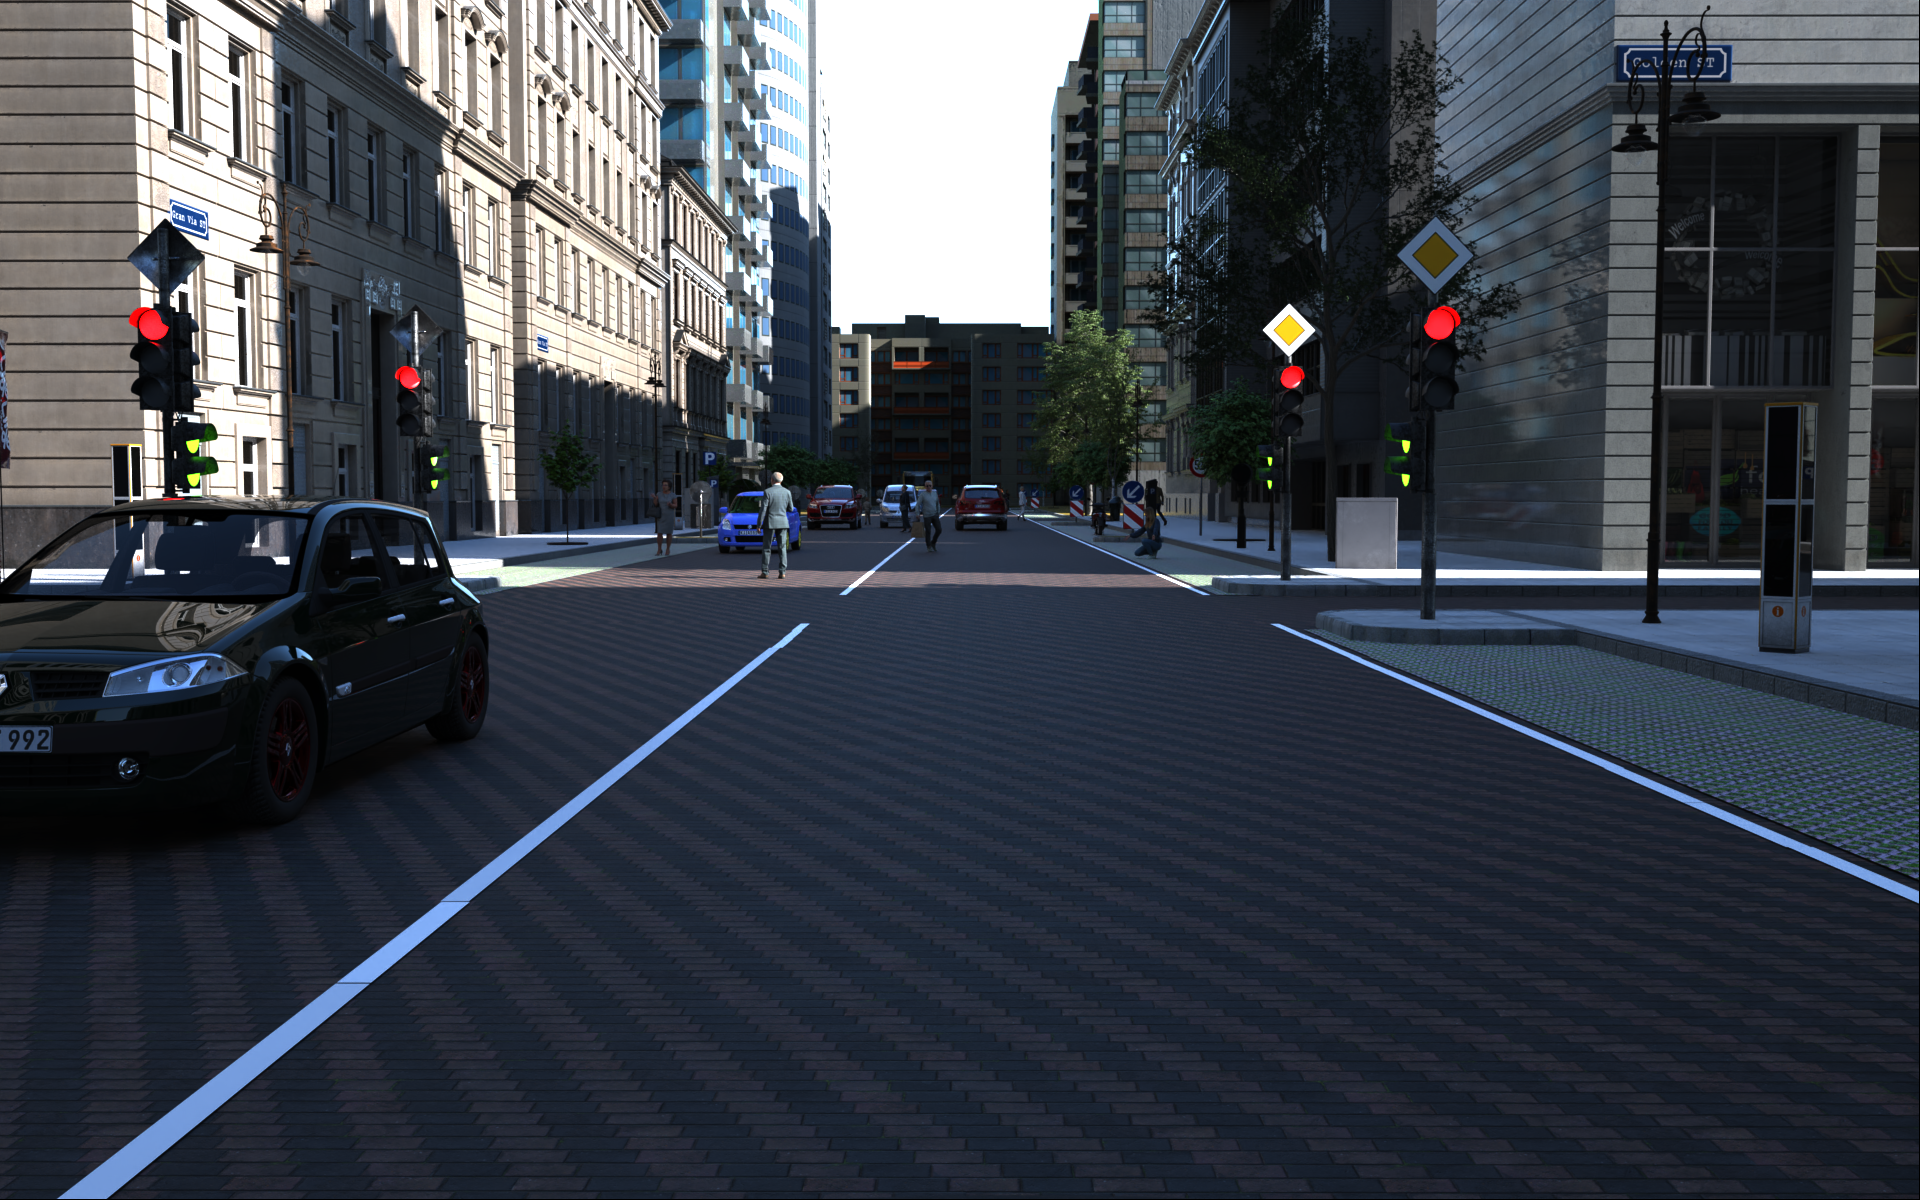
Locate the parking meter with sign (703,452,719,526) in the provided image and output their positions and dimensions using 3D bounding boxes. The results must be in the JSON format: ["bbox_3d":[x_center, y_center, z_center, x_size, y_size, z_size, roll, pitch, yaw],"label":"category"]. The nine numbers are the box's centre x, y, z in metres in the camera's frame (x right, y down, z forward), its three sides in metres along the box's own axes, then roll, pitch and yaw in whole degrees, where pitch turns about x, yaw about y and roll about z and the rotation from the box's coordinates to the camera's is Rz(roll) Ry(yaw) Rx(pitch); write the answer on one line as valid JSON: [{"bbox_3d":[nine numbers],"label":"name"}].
[{"bbox_3d":[-10.118,-4.556,70.746,0.543,3.016,1.738,-1,4,-15],"label":"parking meter with sign"}]

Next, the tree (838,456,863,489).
[{"bbox_3d":[-10.300,-9.337,136.379,4.285,4.588,4.351,0,3,0],"label":"tree"}]

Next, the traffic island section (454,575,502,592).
[{"bbox_3d":[-8.078,-0.217,25.828,2.009,0.180,2.903,0,4,0],"label":"traffic island section"}]

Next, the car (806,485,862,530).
[{"bbox_3d":[-5.144,-3.837,71.409,2.281,1.827,5.304,0,4,0],"label":"car"}]

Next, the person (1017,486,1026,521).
[{"bbox_3d":[3.269,-5.125,92.165,0.818,1.842,0.514,-3,5,-43],"label":"person"}]

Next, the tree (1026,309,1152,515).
[{"bbox_3d":[7.957,-11.551,106.979,7.486,12.596,7.792,0,3,0],"label":"tree"}]

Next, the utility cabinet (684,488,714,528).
[{"bbox_3d":[-9.782,-3.444,64.996,1.173,1.500,0.318,2,4,31],"label":"utility cabinet"}]

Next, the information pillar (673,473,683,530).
[{"bbox_3d":[-10.083,-3.509,61.862,0.304,2.012,0.304,-1,4,-20],"label":"information pillar"}]

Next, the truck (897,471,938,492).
[{"bbox_3d":[-3.647,-9.448,150.395,3.469,3.379,9.791,0,4,-1],"label":"truck"}]

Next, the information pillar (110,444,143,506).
[{"bbox_3d":[-12.298,-1.291,25.599,0.304,2.012,0.304,0,4,7],"label":"information pillar"}]

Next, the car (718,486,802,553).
[{"bbox_3d":[-4.980,-2.058,43.246,1.945,1.707,3.694,0,4,2],"label":"car"}]

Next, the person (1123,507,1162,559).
[{"bbox_3d":[4.134,-1.470,38.031,0.738,1.151,1.012,-1,4,-21],"label":"person"}]

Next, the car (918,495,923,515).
[{"bbox_3d":[-3.492,-6.767,122.646,2.014,1.417,4.499,0,4,-1],"label":"car"}]

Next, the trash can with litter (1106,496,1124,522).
[{"bbox_3d":[7.203,-4.273,81.243,0.624,1.170,1.055,2,4,33],"label":"trash can with litter"}]

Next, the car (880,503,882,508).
[{"bbox_3d":[-4.948,-7.174,129.657,2.083,1.381,4.827,0,4,2],"label":"car"}]

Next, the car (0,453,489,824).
[{"bbox_3d":[-3.723,0.062,8.768,2.009,1.686,4.222,0,4,2],"label":"car"}]

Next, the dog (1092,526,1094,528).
[{"bbox_3d":[5.606,-3.360,71.778,0.800,0.831,0.513,0,4,3],"label":"dog"}]

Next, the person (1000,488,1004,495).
[{"bbox_3d":[2.696,-6.382,112.871,0.705,1.821,1.348,-1,4,-16],"label":"person"}]

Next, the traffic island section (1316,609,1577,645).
[{"bbox_3d":[4.821,0.276,17.770,2.009,0.180,2.903,0,4,0],"label":"traffic island section"}]

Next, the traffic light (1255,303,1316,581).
[{"bbox_3d":[4.823,-2.246,25.642,0.839,4.253,0.868,0,4,0],"label":"traffic light"}]

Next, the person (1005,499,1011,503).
[{"bbox_3d":[3.306,-7.129,128.277,0.991,1.433,0.599,-1,4,-23],"label":"person"}]

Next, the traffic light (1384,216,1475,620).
[{"bbox_3d":[4.781,-1.758,17.657,0.839,4.253,0.868,0,4,0],"label":"traffic light"}]

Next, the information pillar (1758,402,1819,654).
[{"bbox_3d":[6.706,-0.583,14.028,0.304,2.012,0.304,-3,5,-42],"label":"information pillar"}]

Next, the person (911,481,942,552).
[{"bbox_3d":[-0.845,-2.085,43.076,0.782,1.767,0.515,-2,4,-30],"label":"person"}]

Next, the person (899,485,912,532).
[{"bbox_3d":[-2.021,-3.434,65.065,0.534,1.772,0.576,0,4,-2],"label":"person"}]

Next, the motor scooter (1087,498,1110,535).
[{"bbox_3d":[4.835,-2.907,60.312,0.815,1.314,1.986,0,4,1],"label":"motor scooter"}]

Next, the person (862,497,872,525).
[{"bbox_3d":[-4.341,-4.172,80.985,0.475,1.303,0.640,0,4,8],"label":"person"}]

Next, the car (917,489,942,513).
[{"bbox_3d":[-2.480,-7.562,132.306,2.281,1.827,5.304,0,4,-1],"label":"car"}]

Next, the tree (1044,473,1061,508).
[{"bbox_3d":[8.349,-9.936,157.051,1.663,3.219,1.824,0,3,0],"label":"tree"}]

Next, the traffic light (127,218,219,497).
[{"bbox_3d":[-8.080,-1.761,17.708,0.839,4.253,0.868,0,4,0],"label":"traffic light"}]

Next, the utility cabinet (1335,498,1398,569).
[{"bbox_3d":[6.989,-1.138,29.762,1.020,1.237,0.306,1,4,17],"label":"utility cabinet"}]

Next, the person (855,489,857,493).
[{"bbox_3d":[-9.680,-9.329,159.377,0.742,1.727,0.445,3,4,38],"label":"person"}]

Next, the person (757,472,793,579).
[{"bbox_3d":[-3.174,-1.270,29.437,0.661,1.801,0.590,-2,4,-32],"label":"person"}]

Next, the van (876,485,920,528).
[{"bbox_3d":[-2.579,-4.145,74.786,2.013,2.044,4.112,0,3,0],"label":"van"}]

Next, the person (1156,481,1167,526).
[{"bbox_3d":[8.058,-3.951,70.552,0.836,1.842,0.656,1,4,22],"label":"person"}]

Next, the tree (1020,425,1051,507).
[{"bbox_3d":[8.148,-13.661,173.723,4.737,8.622,4.395,0,3,0],"label":"tree"}]

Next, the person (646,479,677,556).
[{"bbox_3d":[-6.913,-1.908,40.061,0.716,1.782,0.532,0,4,5],"label":"person"}]

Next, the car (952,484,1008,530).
[{"bbox_3d":[0.824,-3.741,69.834,2.281,1.827,5.304,0,4,-1],"label":"car"}]

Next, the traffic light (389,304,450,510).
[{"bbox_3d":[-8.038,-2.249,25.693,0.839,4.253,0.868,0,4,0],"label":"traffic light"}]

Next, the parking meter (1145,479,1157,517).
[{"bbox_3d":[7.371,-3.744,66.927,0.399,1.863,0.255,-1,4,-18],"label":"parking meter"}]

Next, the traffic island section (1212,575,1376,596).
[{"bbox_3d":[4.863,-0.213,25.755,2.009,0.180,2.903,0,4,0],"label":"traffic island section"}]

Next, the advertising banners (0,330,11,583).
[{"bbox_3d":[-9.998,-1.323,17.826,0.090,3.025,2.074,-1,4,-16],"label":"advertising banners"}]

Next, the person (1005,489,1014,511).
[{"bbox_3d":[4.046,-8.467,146.952,1.348,1.822,0.705,-3,5,-43],"label":"person"}]
